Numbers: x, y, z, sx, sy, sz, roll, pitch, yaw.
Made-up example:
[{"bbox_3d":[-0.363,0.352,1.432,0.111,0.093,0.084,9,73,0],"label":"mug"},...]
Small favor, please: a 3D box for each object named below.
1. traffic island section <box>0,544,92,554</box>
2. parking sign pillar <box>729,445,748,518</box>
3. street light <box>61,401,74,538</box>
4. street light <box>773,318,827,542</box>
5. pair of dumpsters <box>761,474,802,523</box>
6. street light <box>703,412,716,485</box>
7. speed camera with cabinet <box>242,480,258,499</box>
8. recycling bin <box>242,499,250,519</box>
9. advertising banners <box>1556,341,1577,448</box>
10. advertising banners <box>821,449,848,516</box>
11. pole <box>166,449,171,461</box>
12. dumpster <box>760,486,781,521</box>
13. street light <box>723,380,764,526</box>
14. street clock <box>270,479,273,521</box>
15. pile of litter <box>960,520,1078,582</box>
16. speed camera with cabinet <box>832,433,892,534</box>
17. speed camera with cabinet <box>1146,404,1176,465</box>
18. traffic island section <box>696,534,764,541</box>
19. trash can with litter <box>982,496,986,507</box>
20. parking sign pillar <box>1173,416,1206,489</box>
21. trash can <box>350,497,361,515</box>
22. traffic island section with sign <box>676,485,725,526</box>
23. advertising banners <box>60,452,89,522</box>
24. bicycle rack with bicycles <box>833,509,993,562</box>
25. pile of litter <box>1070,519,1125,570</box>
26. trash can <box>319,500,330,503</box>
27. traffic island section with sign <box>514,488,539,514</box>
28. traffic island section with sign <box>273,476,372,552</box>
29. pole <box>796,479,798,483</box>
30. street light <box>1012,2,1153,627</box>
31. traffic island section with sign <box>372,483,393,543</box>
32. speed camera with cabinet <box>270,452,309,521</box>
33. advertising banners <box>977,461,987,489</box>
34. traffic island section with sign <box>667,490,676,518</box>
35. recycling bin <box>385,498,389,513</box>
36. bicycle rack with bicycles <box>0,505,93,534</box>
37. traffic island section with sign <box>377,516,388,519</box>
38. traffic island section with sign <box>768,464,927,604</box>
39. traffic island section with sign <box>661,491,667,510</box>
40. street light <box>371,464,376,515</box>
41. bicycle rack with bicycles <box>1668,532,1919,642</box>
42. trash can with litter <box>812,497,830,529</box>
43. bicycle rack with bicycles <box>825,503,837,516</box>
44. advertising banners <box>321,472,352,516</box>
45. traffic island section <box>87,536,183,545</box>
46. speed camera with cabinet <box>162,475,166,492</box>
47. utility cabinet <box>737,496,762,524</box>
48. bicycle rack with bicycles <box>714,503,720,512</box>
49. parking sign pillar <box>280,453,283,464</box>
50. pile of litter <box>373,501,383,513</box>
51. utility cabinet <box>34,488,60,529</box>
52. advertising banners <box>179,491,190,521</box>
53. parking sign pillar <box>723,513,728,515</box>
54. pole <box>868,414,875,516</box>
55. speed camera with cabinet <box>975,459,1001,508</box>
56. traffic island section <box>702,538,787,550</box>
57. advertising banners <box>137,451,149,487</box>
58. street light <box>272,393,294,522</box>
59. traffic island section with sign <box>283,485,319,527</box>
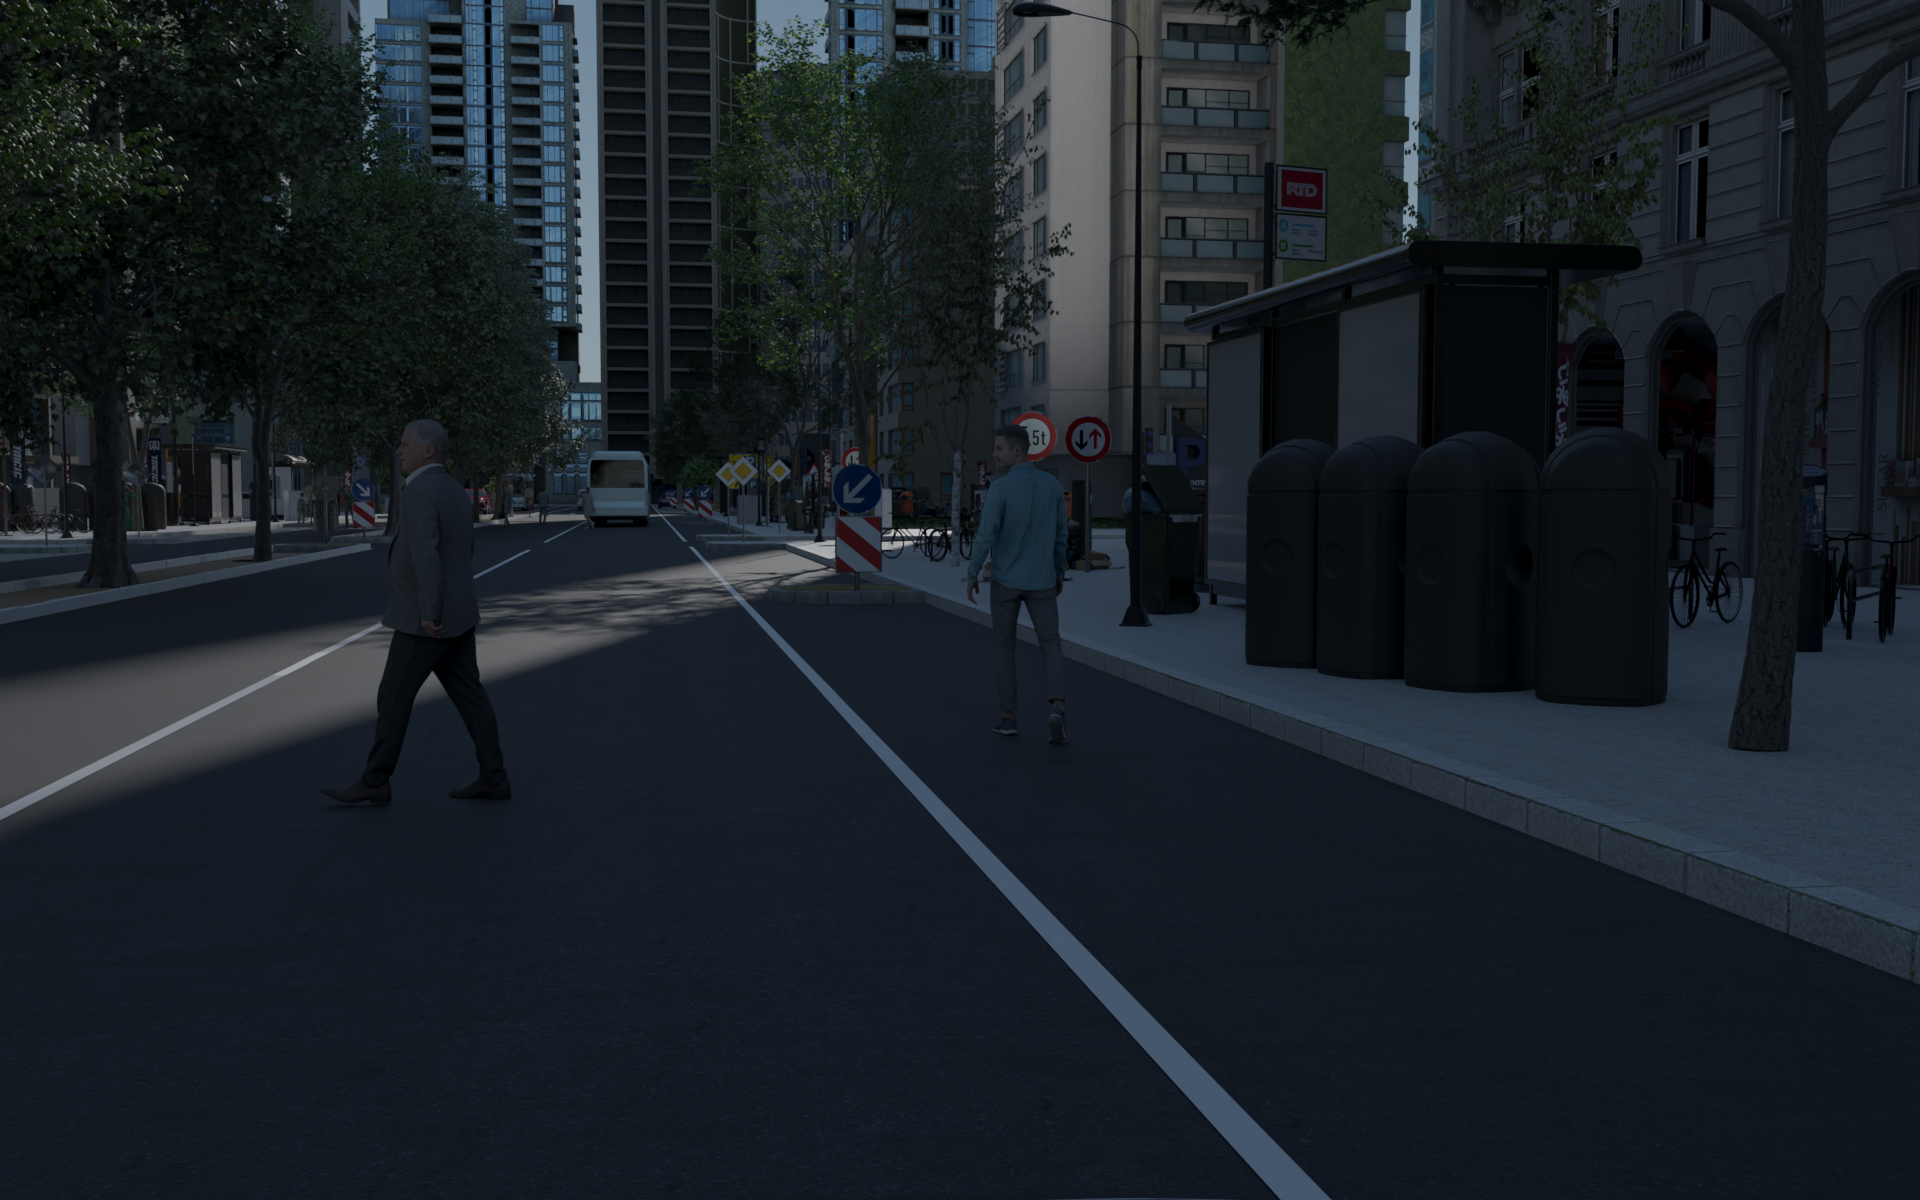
[{"bbox_3d":[-22.562,-1.252,42.745,2.009,0.180,2.903,-1,4,-10],"label":"traffic island section"},{"bbox_3d":[-11.562,-6.503,94.794,1.447,3.967,1.447,1,4,19],"label":"parking sign pillar"},{"bbox_3d":[-25.344,-4.744,50.108,1.470,5.913,1.316,-1,4,-10],"label":"street light"},{"bbox_3d":[-4.275,-4.491,45.969,1.470,5.913,1.316,-1,4,-10],"label":"street light"},{"bbox_3d":[-8.092,-4.664,78.751,1.574,2.255,4.437,-1,4,-10],"label":"pair of dumpsters"},{"bbox_3d":[-13.812,-7.670,97.947,1.470,5.913,1.316,-1,4,-10],"label":"street light"},{"bbox_3d":[-44.771,-7.080,110.092,2.038,3.252,0.660,1,4,20],"label":"speed camera with cabinet"},{"bbox_3d":[-36.758,-4.711,89.575,0.722,1.027,0.722,-2,4,-26],"label":"recycling bin"},{"bbox_3d":[6.350,-1.425,19.480,2.074,3.025,0.090,-3,5,-40],"label":"advertising banners"},{"bbox_3d":[-4.574,-4.397,68.074,2.074,3.025,0.090,-3,4,-36],"label":"advertising banners"},{"bbox_3d":[-34.657,-5.019,75.901,0.158,3.312,0.155,0,3,0],"label":"pole"},{"bbox_3d":[-9.035,-4.654,81.845,1.264,1.857,1.865,-1,4,-10],"label":"dumpster"},{"bbox_3d":[-8.601,-5.920,69.335,1.470,5.913,1.316,-1,4,-10],"label":"street light"},{"bbox_3d":[-32.627,-4.721,81.756,0.358,2.002,0.471,-3,5,-40],"label":"street clock"},{"bbox_3d":[0.820,-0.707,25.525,1.719,0.858,1.176,0,4,2],"label":"pile of litter"},{"bbox_3d":[-3.183,-3.779,56.117,2.038,3.252,0.660,2,4,34],"label":"speed camera with cabinet"},{"bbox_3d":[4.435,-2.729,38.951,0.660,3.252,2.038,0,4,2],"label":"speed camera with cabinet"},{"bbox_3d":[-7.149,-1.921,53.687,2.009,0.180,2.903,-1,4,-10],"label":"traffic island section"},{"bbox_3d":[1.594,-4.370,82.832,1.055,1.170,0.624,2,4,30],"label":"trash can with litter"},{"bbox_3d":[8.017,-4.361,59.775,1.447,3.967,1.447,-1,4,-11],"label":"parking sign pillar"},{"bbox_3d":[-36.164,-5.624,103.613,0.748,1.137,0.748,0,3,0],"label":"trash can"},{"bbox_3d":[-11.601,-4.236,77.882,1.989,1.847,2.006,-1,4,-10],"label":"traffic island section with sign"},{"bbox_3d":[-37.361,-4.736,73.622,0.090,3.025,2.074,1,4,19],"label":"advertising banners"},{"bbox_3d":[-0.415,-1.276,34.248,2.852,0.926,2.925,3,5,42],"label":"bicycle rack with bicycles"},{"bbox_3d":[2.057,-0.948,29.464,1.719,0.858,1.176,-1,4,-18],"label":"pile of litter"},{"bbox_3d":[-36.071,-5.296,98.249,0.748,1.137,0.748,0,3,0],"label":"trash can"},{"bbox_3d":[-31.224,-7.167,125.323,2.006,1.907,1.989,-1,4,-10],"label":"traffic island section with sign"},{"bbox_3d":[-16.271,-2.202,44.138,2.006,1.907,1.989,-1,4,-10],"label":"traffic island section with sign"},{"bbox_3d":[-8.217,-5.750,87.859,0.158,3.312,0.155,0,3,0],"label":"pole"},{"bbox_3d":[1.181,-2.696,16.620,1.470,5.913,1.316,-1,4,-10],"label":"street light"},{"bbox_3d":[-17.604,-2.648,51.424,2.006,1.907,1.989,-1,4,-10],"label":"traffic island section with sign"},{"bbox_3d":[-32.363,-5.426,83.047,0.660,3.252,2.038,3,5,42],"label":"speed camera with cabinet"},{"bbox_3d":[1.901,-5.788,90.819,2.074,3.025,0.090,0,4,-1],"label":"advertising banners"},{"bbox_3d":[-16.490,-5.857,104.391,1.989,1.847,2.006,-1,4,-10],"label":"traffic island section with sign"},{"bbox_3d":[-39.075,-6.516,119.094,0.722,1.027,0.722,-3,4,-36],"label":"recycling bin"},{"bbox_3d":[-29.907,-2.642,56.574,2.925,0.926,2.852,-1,4,-20],"label":"bicycle rack with bicycles"},{"bbox_3d":[-33.123,-5.702,101.861,1.989,1.847,2.006,-1,4,-10],"label":"traffic island section with sign"},{"bbox_3d":[-1.589,-0.911,23.517,1.989,1.847,2.006,-1,4,-10],"label":"traffic island section with sign"},{"bbox_3d":[-25.692,-8.914,154.375,1.989,1.847,2.006,-1,4,-10],"label":"traffic island section with sign"},{"bbox_3d":[-35.895,-8.243,107.309,1.470,5.913,1.316,-1,4,-10],"label":"street light"},{"bbox_3d":[7.859,-0.192,16.520,2.852,0.926,2.925,3,4,38],"label":"bicycle rack with bicycles"},{"bbox_3d":[-5.296,-3.177,63.330,0.624,1.170,1.055,3,4,37],"label":"trash can with litter"},{"bbox_3d":[-7.402,-5.418,101.972,2.852,0.926,2.925,3,4,36],"label":"bicycle rack with bicycles"},{"bbox_3d":[-36.559,-6.429,101.297,2.074,3.025,0.090,-1,4,-9],"label":"advertising banners"},{"bbox_3d":[-24.009,-1.732,50.598,2.009,0.180,2.903,-1,4,-10],"label":"traffic island section"},{"bbox_3d":[-38.878,-5.405,82.703,0.660,3.252,2.038,3,4,39],"label":"speed camera with cabinet"},{"bbox_3d":[-8.999,-3.842,73.981,1.020,1.237,0.306,-2,4,-25],"label":"utility cabinet"},{"bbox_3d":[-15.993,-6.628,121.742,2.925,0.926,2.852,1,4,15],"label":"bicycle rack with bicycles"},{"bbox_3d":[-44.994,-7.657,113.660,1.447,3.967,1.447,1,4,8],"label":"parking sign pillar"},{"bbox_3d":[-39.934,-6.325,117.371,1.719,0.858,1.176,-2,4,-33],"label":"pile of litter"},{"bbox_3d":[-33.184,-3.316,62.896,1.173,1.500,0.318,-1,4,-21],"label":"utility cabinet"},{"bbox_3d":[-35.972,-5.257,82.136,2.074,3.025,0.090,-1,4,-17],"label":"advertising banners"},{"bbox_3d":[-13.342,-6.976,102.524,1.447,3.967,1.447,-1,4,-16],"label":"parking sign pillar"},{"bbox_3d":[-2.266,-3.084,44.266,0.158,3.312,0.155,0,3,0],"label":"pole"},{"bbox_3d":[1.367,-5.560,85.235,0.660,3.252,2.038,-1,4,-22],"label":"speed camera with cabinet"},{"bbox_3d":[-5.702,-1.441,45.833,2.009,0.180,2.903,-1,4,-10],"label":"traffic island section"},{"bbox_3d":[-34.217,-4.570,70.900,2.074,3.025,0.090,-1,4,-18],"label":"advertising banners"},{"bbox_3d":[-30.606,-6.494,78.711,1.470,5.913,1.316,-1,4,-10],"label":"street light"},{"bbox_3d":[-28.256,-4.081,75.348,1.989,1.847,2.006,-1,4,-10],"label":"traffic island section with sign"}]
